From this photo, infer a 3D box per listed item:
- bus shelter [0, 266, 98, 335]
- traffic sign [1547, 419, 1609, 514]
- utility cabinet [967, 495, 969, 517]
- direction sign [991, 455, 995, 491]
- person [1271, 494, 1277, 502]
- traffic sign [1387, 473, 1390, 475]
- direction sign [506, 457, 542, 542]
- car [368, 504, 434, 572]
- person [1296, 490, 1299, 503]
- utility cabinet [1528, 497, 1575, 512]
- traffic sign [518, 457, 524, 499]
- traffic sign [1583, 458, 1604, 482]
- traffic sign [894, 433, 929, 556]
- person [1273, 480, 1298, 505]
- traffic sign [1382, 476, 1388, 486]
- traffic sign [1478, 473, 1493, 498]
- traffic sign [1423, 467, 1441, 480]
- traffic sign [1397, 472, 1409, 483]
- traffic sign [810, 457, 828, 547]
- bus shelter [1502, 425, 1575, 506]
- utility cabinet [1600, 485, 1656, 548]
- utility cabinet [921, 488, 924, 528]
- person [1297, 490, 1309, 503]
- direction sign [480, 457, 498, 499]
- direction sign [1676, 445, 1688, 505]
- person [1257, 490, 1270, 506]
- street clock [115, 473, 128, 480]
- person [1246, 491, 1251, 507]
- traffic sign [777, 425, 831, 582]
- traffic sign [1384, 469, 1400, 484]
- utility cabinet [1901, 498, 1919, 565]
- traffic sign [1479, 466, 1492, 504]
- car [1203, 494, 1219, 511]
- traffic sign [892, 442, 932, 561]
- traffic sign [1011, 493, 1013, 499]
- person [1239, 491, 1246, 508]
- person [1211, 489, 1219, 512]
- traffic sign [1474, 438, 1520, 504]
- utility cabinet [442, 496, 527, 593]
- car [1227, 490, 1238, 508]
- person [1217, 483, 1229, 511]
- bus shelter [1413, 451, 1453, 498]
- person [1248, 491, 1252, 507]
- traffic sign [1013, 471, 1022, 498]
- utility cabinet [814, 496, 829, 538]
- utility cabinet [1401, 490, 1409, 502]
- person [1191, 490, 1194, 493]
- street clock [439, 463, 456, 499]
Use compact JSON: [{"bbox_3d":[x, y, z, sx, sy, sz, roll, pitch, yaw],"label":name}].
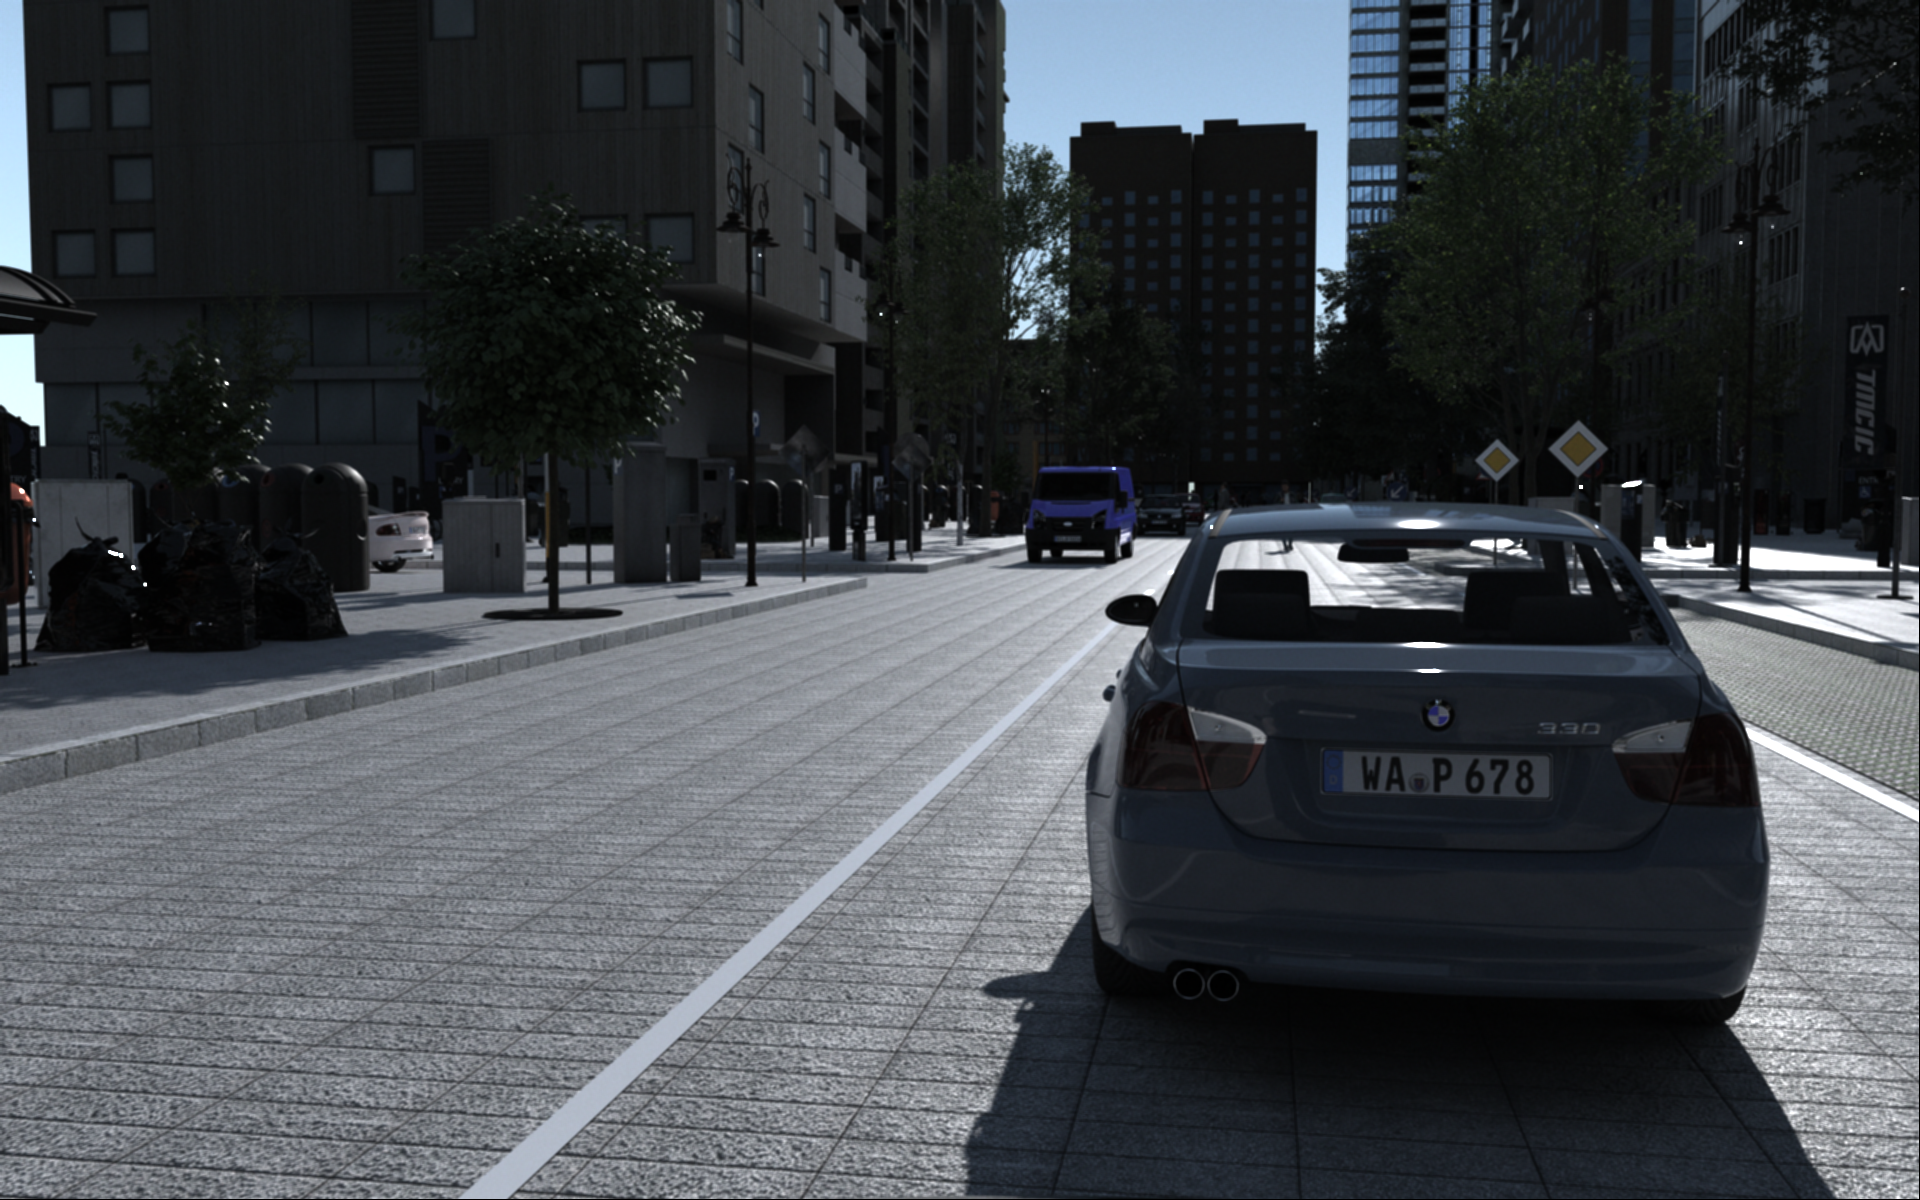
[{"bbox_3d":[-9.065,-1.153,12.781,2.014,3.302,5.546,1,4,10],"label":"bus shelter"},{"bbox_3d":[8.316,-1.206,23.364,0.795,2.450,0.064,1,4,10],"label":"traffic sign"},{"bbox_3d":[0.042,-5.125,94.955,0.306,1.237,1.020,3,4,39],"label":"utility cabinet"},{"bbox_3d":[1.939,-6.692,101.403,0.379,3.537,0.876,-1,4,-14],"label":"direction sign"},{"bbox_3d":[27.593,-8.515,150.983,1.065,1.426,0.557,0,4,-3],"label":"person"},{"bbox_3d":[26.136,-6.412,104.948,0.768,2.556,0.104,1,4,15],"label":"traffic sign"},{"bbox_3d":[-11.536,-3.304,46.010,0.876,3.537,0.379,-2,4,-28],"label":"direction sign"},{"bbox_3d":[-12.016,-1.168,31.467,4.827,1.381,2.083,1,4,11],"label":"car"},{"bbox_3d":[32.559,-9.697,167.053,0.705,1.823,1.348,1,4,9],"label":"person"},{"bbox_3d":[12.519,-1.563,36.715,1.020,1.237,0.306,-1,4,-23],"label":"utility cabinet"},{"bbox_3d":[-6.487,-1.557,25.570,0.768,2.556,0.104,1,4,15],"label":"traffic sign"},{"bbox_3d":[19.868,-3.333,54.598,0.768,2.556,0.104,1,4,13],"label":"traffic sign"},{"bbox_3d":[-1.020,-2.191,35.922,0.768,2.556,0.104,1,4,11],"label":"traffic sign"},{"bbox_3d":[8.299,-2.153,44.046,0.623,1.781,0.721,-1,4,-13],"label":"person"},{"bbox_3d":[23.388,-5.675,94.923,0.606,2.300,0.079,1,4,14],"label":"traffic sign"},{"bbox_3d":[19.954,-4.010,65.567,0.884,2.594,0.081,1,4,13],"label":"traffic sign"},{"bbox_3d":[21.155,-4.744,77.674,0.768,2.556,0.104,1,4,14],"label":"traffic sign"},{"bbox_3d":[24.954,-5.980,97.877,0.768,2.556,0.104,1,4,17],"label":"traffic sign"},{"bbox_3d":[-3.606,-2.576,42.217,0.768,2.556,0.104,1,4,14],"label":"traffic sign"},{"bbox_3d":[20.391,-4.267,61.053,1.731,3.624,6.357,1,4,10],"label":"bus shelter"},{"bbox_3d":[15.690,-1.958,40.693,1.173,1.500,0.318,0,4,0],"label":"utility cabinet"},{"bbox_3d":[-1.803,-3.392,64.135,0.318,1.500,1.173,-3,4,-37],"label":"utility cabinet"},{"bbox_3d":[30.580,-8.961,155.023,1.348,1.823,0.705,2,4,29],"label":"person"},{"bbox_3d":[-13.225,-3.513,49.430,0.876,3.537,0.379,-1,4,-11],"label":"direction sign"},{"bbox_3d":[33.749,-5.444,80.998,0.379,3.537,0.876,-1,4,-12],"label":"direction sign"},{"bbox_3d":[27.644,-9.105,157.359,1.348,1.826,0.705,3,5,42],"label":"person"},{"bbox_3d":[-28.729,-3.354,59.415,0.471,2.002,0.358,3,5,39],"label":"street clock"},{"bbox_3d":[25.433,-8.785,152.861,0.721,1.735,1.217,2,4,28],"label":"person"},{"bbox_3d":[-2.271,-1.318,25.194,0.795,2.450,0.064,1,4,10],"label":"traffic sign"},{"bbox_3d":[22.862,-5.604,91.623,0.884,2.594,0.081,1,4,13],"label":"traffic sign"},{"bbox_3d":[17.604,-1.233,31.317,1.020,1.237,0.306,0,4,-1],"label":"utility cabinet"},{"bbox_3d":[16.949,-3.377,55.316,0.768,2.556,0.104,1,4,18],"label":"traffic sign"},{"bbox_3d":[21.649,-8.440,146.795,1.959,1.807,4.718,1,4,11],"label":"car"},{"bbox_3d":[-0.921,-1.800,33.065,0.795,2.450,0.064,1,4,10],"label":"traffic sign"},{"bbox_3d":[2.516,-5.117,83.767,0.768,2.556,0.104,1,4,10],"label":"traffic sign"},{"bbox_3d":[24.128,-8.485,148.050,0.721,1.723,1.217,-1,4,-16],"label":"person"},{"bbox_3d":[20.303,-7.899,137.670,0.705,1.821,1.348,-1,4,-15],"label":"person"},{"bbox_3d":[9.666,-1.688,31.235,0.795,2.450,0.064,1,4,10],"label":"traffic sign"},{"bbox_3d":[-6.204,-0.699,22.598,1.020,1.237,0.306,0,4,-4],"label":"utility cabinet"},{"bbox_3d":[27.689,-10.448,179.498,2.281,1.827,5.304,1,4,12],"label":"car"},{"bbox_3d":[8.593,-2.945,56.839,0.473,1.802,0.592,3,5,43],"label":"person"},{"bbox_3d":[25.850,-6.336,94.873,1.731,3.624,6.357,1,4,10],"label":"bus shelter"},{"bbox_3d":[26.713,-9.209,159.989,0.530,1.710,0.541,-1,4,-13],"label":"person"},{"bbox_3d":[2.565,-5.035,82.430,0.768,2.556,0.104,1,4,19],"label":"traffic sign"},{"bbox_3d":[-4.132,-2.465,51.459,0.306,1.237,1.020,1,4,15],"label":"utility cabinet"},{"bbox_3d":[22.951,-4.950,89.618,0.318,1.500,1.173,2,4,30],"label":"utility cabinet"},{"bbox_3d":[18.201,-7.677,134.708,0.721,1.739,1.217,1,4,18],"label":"person"},{"bbox_3d":[-11.958,-2.194,40.448,0.358,2.002,0.471,-3,4,-36],"label":"street clock"}]
